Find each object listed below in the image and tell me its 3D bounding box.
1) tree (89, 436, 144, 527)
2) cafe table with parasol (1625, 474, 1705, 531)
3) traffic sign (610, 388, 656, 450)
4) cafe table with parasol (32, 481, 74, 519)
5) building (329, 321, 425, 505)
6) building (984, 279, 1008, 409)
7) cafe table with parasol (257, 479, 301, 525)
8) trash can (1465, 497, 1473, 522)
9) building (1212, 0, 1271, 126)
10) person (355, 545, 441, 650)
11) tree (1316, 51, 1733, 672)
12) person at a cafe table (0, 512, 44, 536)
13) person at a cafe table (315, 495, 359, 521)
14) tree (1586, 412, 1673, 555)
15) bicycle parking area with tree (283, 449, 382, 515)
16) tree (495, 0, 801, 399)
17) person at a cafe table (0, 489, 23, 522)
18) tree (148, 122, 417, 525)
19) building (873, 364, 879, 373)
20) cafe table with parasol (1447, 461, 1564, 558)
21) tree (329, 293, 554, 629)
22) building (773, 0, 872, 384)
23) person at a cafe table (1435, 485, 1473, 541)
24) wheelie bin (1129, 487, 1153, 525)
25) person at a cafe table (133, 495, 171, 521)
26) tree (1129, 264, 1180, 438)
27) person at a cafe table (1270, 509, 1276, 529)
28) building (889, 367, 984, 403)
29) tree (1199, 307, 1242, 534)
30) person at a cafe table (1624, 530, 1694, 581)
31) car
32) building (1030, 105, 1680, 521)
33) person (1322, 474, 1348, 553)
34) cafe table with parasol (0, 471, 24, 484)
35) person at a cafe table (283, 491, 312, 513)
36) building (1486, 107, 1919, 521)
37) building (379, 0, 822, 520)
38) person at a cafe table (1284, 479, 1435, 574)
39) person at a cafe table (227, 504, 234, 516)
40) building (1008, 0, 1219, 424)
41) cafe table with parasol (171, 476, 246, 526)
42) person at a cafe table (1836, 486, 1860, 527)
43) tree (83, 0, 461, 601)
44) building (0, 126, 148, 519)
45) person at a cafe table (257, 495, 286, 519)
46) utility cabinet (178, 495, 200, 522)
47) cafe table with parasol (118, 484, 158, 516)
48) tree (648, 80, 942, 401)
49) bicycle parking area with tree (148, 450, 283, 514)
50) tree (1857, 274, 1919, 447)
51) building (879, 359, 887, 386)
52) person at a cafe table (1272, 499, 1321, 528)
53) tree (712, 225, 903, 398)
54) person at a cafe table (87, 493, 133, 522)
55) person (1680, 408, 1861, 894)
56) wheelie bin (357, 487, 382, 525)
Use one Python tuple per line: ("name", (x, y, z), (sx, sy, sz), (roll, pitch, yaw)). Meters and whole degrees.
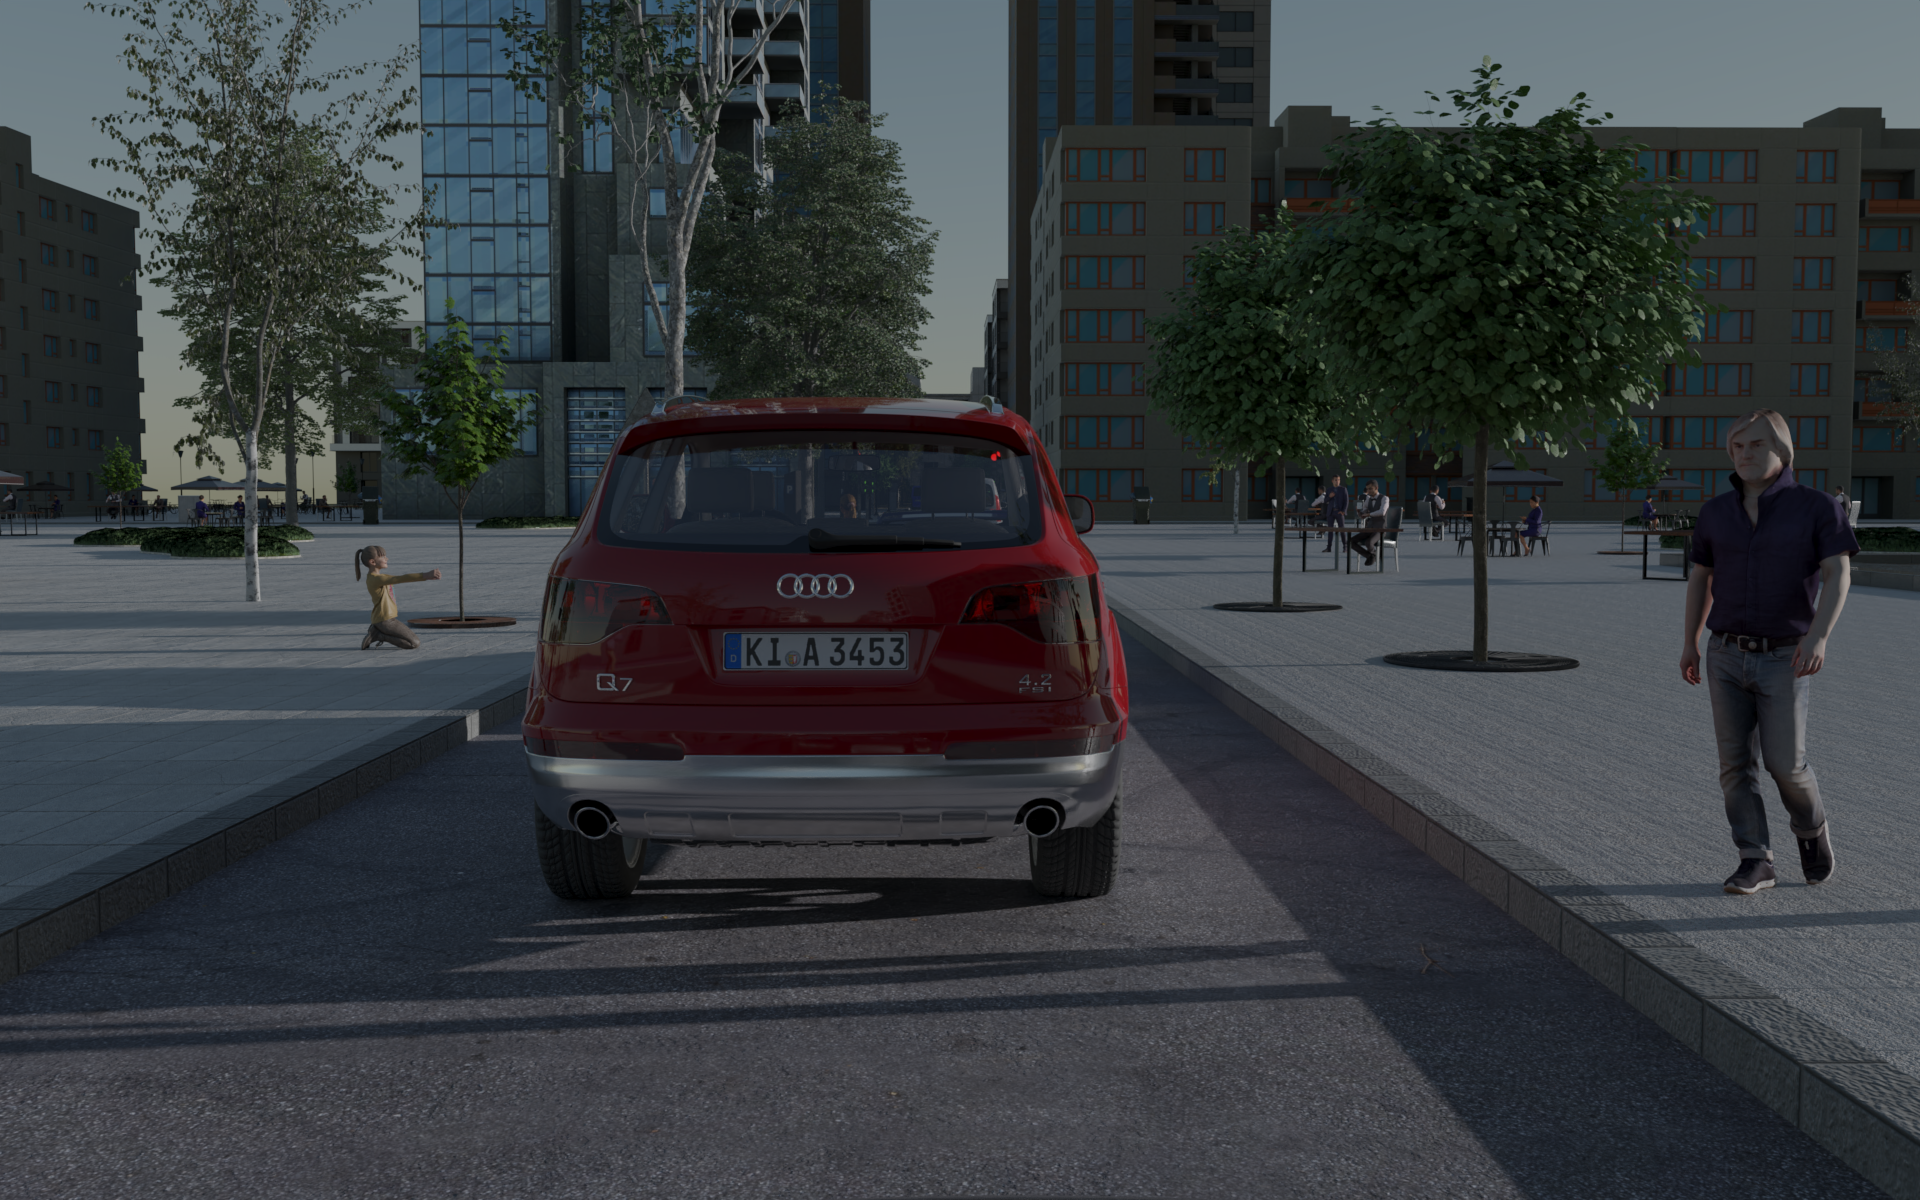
("tree", (-28.149, -3.861, 57.732), (1.663, 3.219, 1.824), (0, 3, 0))
("cafe table with parasol", (24.460, -3.384, 60.188), (2.610, 1.966, 2.610), (-3, 5, -45))
("traffic sign", (-3.852, -1.301, 21.282), (0.884, 2.594, 0.081), (0, 4, 0))
("cafe table with parasol", (-47.162, -5.168, 89.357), (2.610, 1.966, 2.610), (-1, 4, -10))
("building", (-58.246, -22.680, 214.793), (32.646, 21.610, 27.936), (0, 4, -1))
("building", (17.203, -20.610, 180.943), (27.936, 21.610, 32.646), (0, 4, -1))
("cafe table with parasol", (-28.213, -3.921, 68.975), (2.610, 1.966, 2.610), (0, 4, 2))
("trash can", (23.662, -4.171, 79.844), (0.748, 1.137, 0.748), (0, 3, 0))
("building", (13.656, -43.154, 143.816), (20.563, 71.187, 20.611), (0, 4, -1))
("person", (-4.644, -0.023, 14.345), (0.695, 0.859, 0.347), (-1, 4, -10))
("tree", (3.956, -1.798, 13.115), (4.285, 4.588, 4.351), (0, 3, 0))
("person at a cafe table", (-29.450, -2.603, 53.426), (1.726, 1.238, 1.698), (-1, 4, -11))
("person at a cafe table", (-29.884, -4.375, 82.391), (1.726, 1.238, 1.698), (2, 4, 29))
("tree", (14.008, -2.582, 36.813), (1.663, 3.219, 1.824), (0, 3, 0))
("bicycle parking area with tree", (-39.326, -7.673, 112.458), (8.231, 4.147, 9.016), (-1, 4, -22))
("tree", (-4.154, -10.821, 32.817), (12.611, 20.169, 13.585), (0, 3, 0))
("person at a cafe table", (-44.708, -4.432, 80.975), (1.622, 1.524, 1.698), (0, 4, 0))
("tree", (-20.554, -8.257, 53.128), (7.486, 12.596, 7.792), (0, 3, 0))
("building", (-16.897, -18.630, 171.050), (16.747, 18.905, 31.486), (0, 4, -1))
("cafe table with parasol", (11.137, -1.874, 35.498), (2.610, 1.966, 2.610), (-2, 4, -30))
("tree", (-5.019, -1.363, 16.893), (1.663, 3.219, 1.824), (0, 3, 0))
("building", (-14.232, -29.818, 137.628), (14.600, 45.320, 14.200), (0, 4, -1))
("person at a cafe table", (13.285, -2.398, 47.715), (1.622, 1.524, 1.698), (-3, 4, -37))
("wheelie bin", (7.569, -3.965, 72.729), (0.980, 1.594, 0.693), (-1, 4, -10))
("person at a cafe table", (-38.640, -4.409, 82.948), (1.698, 1.238, 1.726), (1, 4, 9))
("tree", (3.584, -2.172, 19.228), (4.285, 4.588, 4.351), (0, 3, 0))
("person at a cafe table", (10.185, -2.543, 50.091), (1.622, 1.524, 1.698), (3, 5, 41))
("building", (1.643, -23.430, 249.538), (31.486, 18.905, 16.747), (0, 4, -1))
("tree", (9.045, -6.451, 55.835), (4.737, 8.622, 4.395), (0, 3, 0))
("person at a cafe table", (11.136, -0.909, 25.722), (1.698, 1.238, 1.726), (-2, 4, -34))
("car", (-0.480, 0.060, 7.685), (2.281, 1.827, 5.304), (0, 4, -1))
("building", (19.050, -15.316, 95.458), (28.899, 21.520, 27.650), (0, 4, -1))
("person", (8.247, -1.900, 38.028), (0.541, 1.710, 0.530), (3, 5, 39))
("cafe table with parasol", (-15.123, -1.246, 25.237), (2.610, 1.966, 2.610), (-2, 4, -25))
("person at a cafe table", (-45.961, -6.858, 120.643), (1.698, 1.524, 1.622), (2, 4, 30))
("building", (47.947, -15.340, 95.853), (28.899, 21.520, 27.650), (0, 4, -1))
("building", (-18.698, -48.022, 97.829), (22.319, 86.520, 31.000), (0, 4, -1))
("person at a cafe table", (6.511, -1.215, 28.389), (1.622, 1.524, 1.698), (-2, 4, -31))
("person at a cafe table", (-38.057, -4.999, 92.590), (1.726, 1.238, 1.698), (-3, 5, -44))
("building", (10.708, -29.174, 127.099), (14.600, 45.320, 14.200), (0, 4, -1))
("cafe table with parasol", (-27.702, -3.614, 63.952), (2.610, 1.966, 2.610), (-2, 4, -25))
("person at a cafe table", (24.893, -2.515, 49.636), (1.698, 1.524, 1.622), (-2, 4, -33))
("tree", (-8.397, -4.304, 20.726), (4.360, 8.622, 3.978), (0, 3, 0))
("building", (-64.404, -15.123, 92.307), (28.899, 21.520, 27.650), (0, 4, -1))
("person at a cafe table", (-35.294, -4.770, 88.852), (1.698, 1.238, 1.726), (1, 4, 10))
("utility cabinet", (-35.220, -4.167, 79.290), (1.020, 1.237, 0.306), (-2, 4, -33))
("cafe table with parasol", (-47.962, -5.879, 100.988), (2.610, 1.966, 2.610), (1, 4, 20))
("tree", (-5.028, -9.089, 55.264), (9.857, 13.997, 8.962), (0, 3, 0))
("bicycle parking area with tree", (-48.607, -7.730, 113.394), (8.231, 4.147, 9.016), (2, 4, 27))
("tree", (31.463, -6.457, 55.934), (4.360, 8.622, 3.978), (0, 3, 0))
("building", (-25.355, -22.735, 215.684), (32.646, 21.610, 27.936), (0, 4, -1))
("person at a cafe table", (12.902, -3.451, 67.285), (1.698, 1.238, 1.726), (-3, 4, -37))
("tree", (-5.766, -8.585, 66.122), (9.928, 11.665, 9.643), (0, 3, 0))
("person at a cafe table", (-39.478, -4.409, 80.606), (1.698, 1.524, 1.622), (-1, 4, -13))
("person", (2.660, 0.164, 5.563), (0.471, 1.553, 0.569), (0, 4, -6))
("wheelie bin", (-24.735, -3.957, 72.603), (0.980, 1.594, 0.693), (-1, 4, -16))
